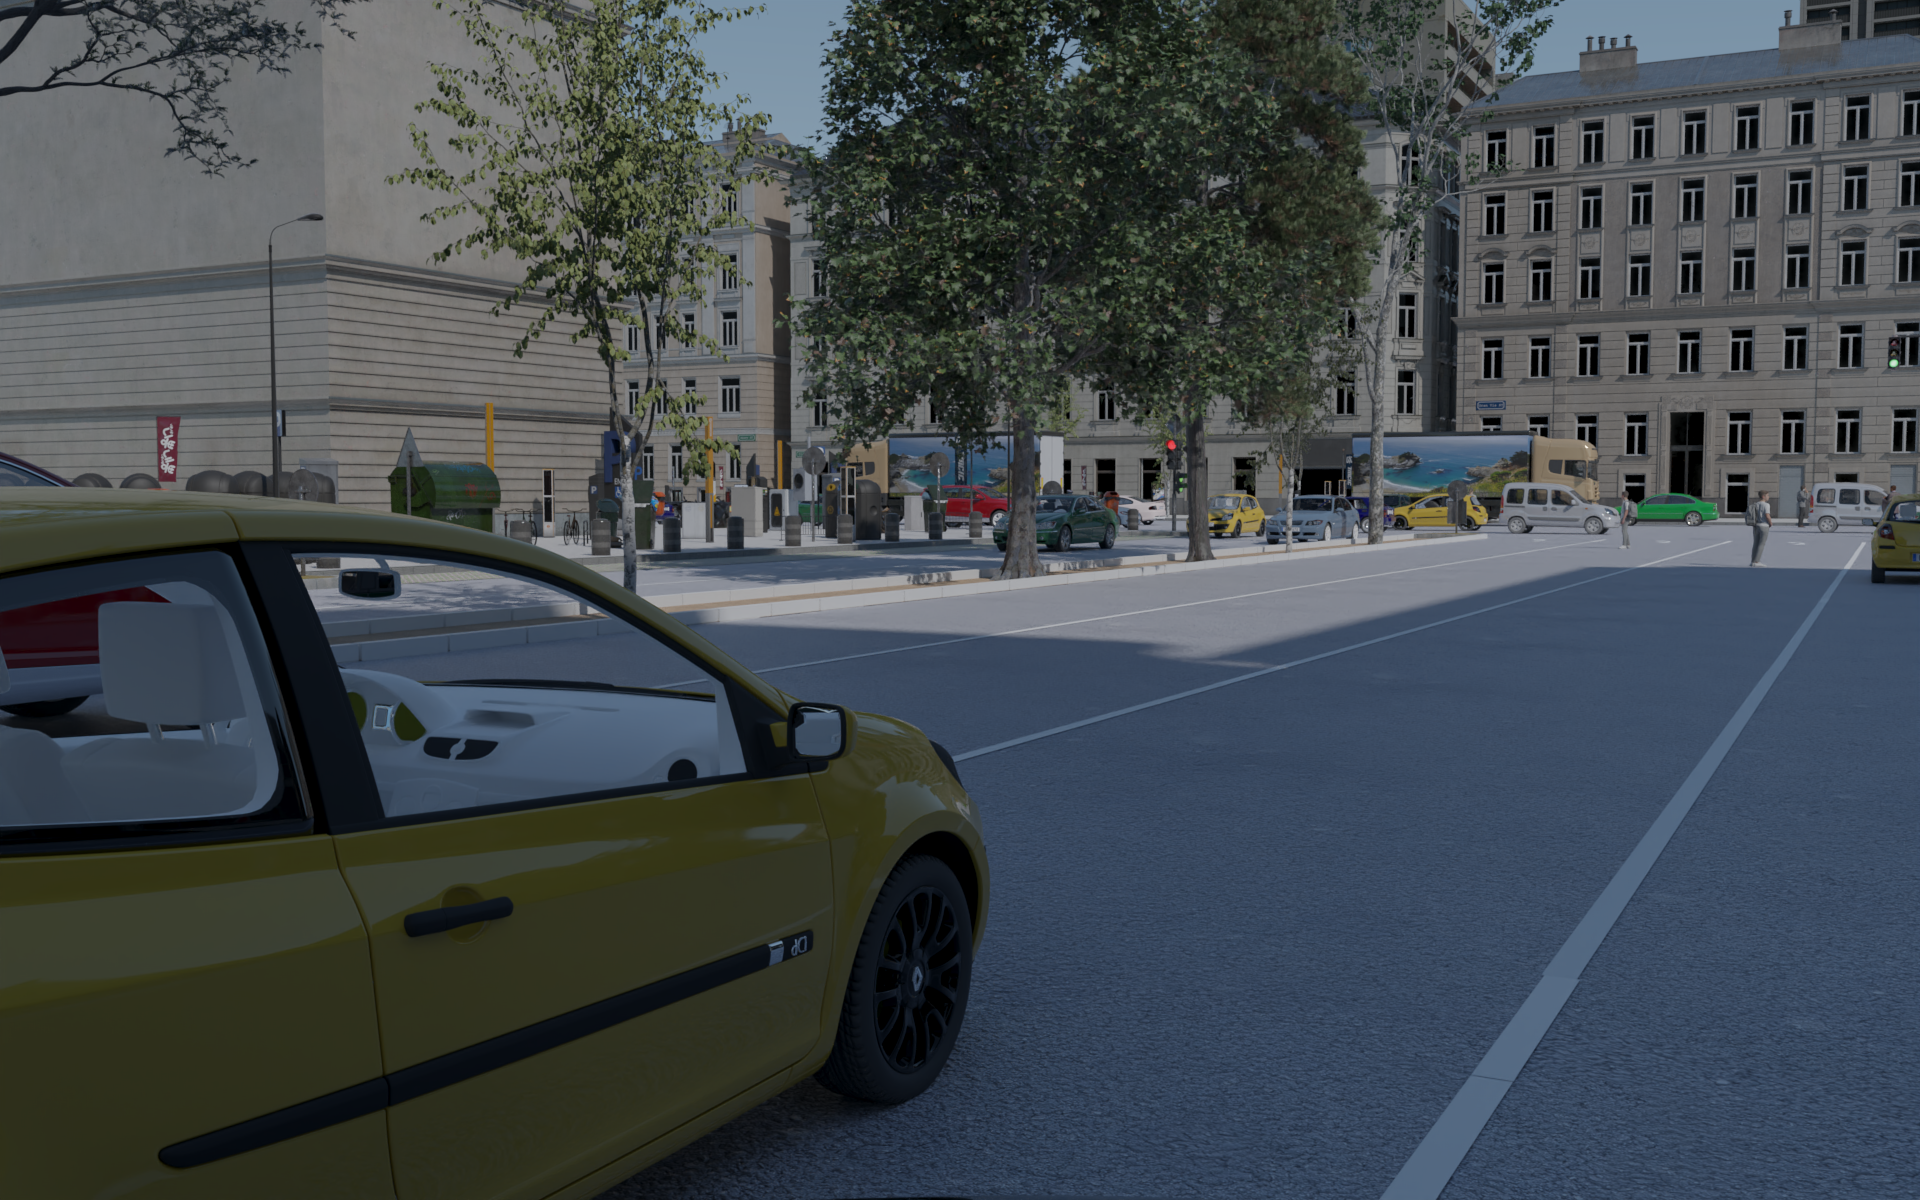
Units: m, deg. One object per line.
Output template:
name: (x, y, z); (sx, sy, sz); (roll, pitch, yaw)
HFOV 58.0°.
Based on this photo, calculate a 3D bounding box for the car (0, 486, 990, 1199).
car: (-1.366, 0.417, 3.403); (2.015, 1.641, 3.980); (2, 4, 27)

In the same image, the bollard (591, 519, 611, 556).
bollard: (-7.501, -1.312, 36.172); (0.404, 0.777, 0.398); (0, 3, 0)

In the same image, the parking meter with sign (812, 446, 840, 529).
parking meter with sign: (-4.670, -4.072, 62.845); (0.543, 3.016, 1.738); (-3, 5, -39)

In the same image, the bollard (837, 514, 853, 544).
bollard: (-2.961, -1.824, 44.547); (0.404, 0.777, 0.398); (0, 3, 0)

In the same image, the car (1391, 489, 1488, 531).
car: (18.654, -3.540, 68.098); (3.980, 1.641, 2.015); (2, 4, 27)

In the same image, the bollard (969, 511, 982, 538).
bollard: (0.456, -2.210, 50.856); (0.404, 0.777, 0.398); (0, 3, 0)

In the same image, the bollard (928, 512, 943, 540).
bollard: (-0.690, -2.081, 48.743); (0.404, 0.777, 0.398); (0, 3, 0)

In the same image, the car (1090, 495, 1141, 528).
car: (5.464, -3.755, 73.390); (4.499, 1.417, 2.014); (2, 4, 29)

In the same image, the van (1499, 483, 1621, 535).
van: (21.602, -3.385, 62.359); (4.112, 2.044, 2.013); (2, 4, 29)

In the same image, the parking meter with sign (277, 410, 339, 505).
parking meter with sign: (-13.487, -2.462, 36.520); (1.738, 3.016, 0.543); (-3, 5, -40)

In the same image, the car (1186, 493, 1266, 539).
car: (8.794, -2.877, 57.260); (2.015, 1.641, 3.980); (2, 4, 27)

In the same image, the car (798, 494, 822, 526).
car: (-5.669, -3.961, 76.559); (4.920, 1.459, 2.131); (2, 4, 29)

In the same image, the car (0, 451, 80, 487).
car: (-5.939, -0.041, 9.343); (2.281, 1.827, 5.304); (2, 4, 27)

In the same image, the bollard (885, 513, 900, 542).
bollard: (-1.827, -1.953, 46.640); (0.404, 0.777, 0.398); (0, 3, 0)

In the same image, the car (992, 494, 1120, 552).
car: (2.510, -2.002, 44.529); (2.131, 1.459, 4.920); (2, 4, 28)

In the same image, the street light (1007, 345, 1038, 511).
street light: (1.982, -4.940, 53.302); (1.470, 5.913, 1.316); (2, 4, 28)

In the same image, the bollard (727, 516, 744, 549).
bollard: (-5.231, -1.568, 40.355); (0.404, 0.777, 0.398); (0, 3, 0)

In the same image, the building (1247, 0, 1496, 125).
building: (37.149, -33.018, 163.544); (21.300, 48.544, 21.600); (2, 4, 28)

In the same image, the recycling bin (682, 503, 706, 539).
recycling bin: (-7.580, -2.271, 49.682); (0.722, 1.027, 0.722); (0, 4, -4)

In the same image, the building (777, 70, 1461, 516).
building: (11.045, -20.691, 114.706); (44.131, 29.872, 17.030); (2, 4, 28)

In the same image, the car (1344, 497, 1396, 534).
car: (14.071, -3.156, 64.180); (3.894, 1.354, 1.945); (2, 4, 28)

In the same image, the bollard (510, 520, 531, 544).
bollard: (-8.641, -1.184, 34.072); (0.404, 0.777, 0.398); (0, 3, 0)

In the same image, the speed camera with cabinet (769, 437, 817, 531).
speed camera with cabinet: (-5.805, -4.024, 60.134); (0.660, 3.252, 2.038); (-3, 5, -43)

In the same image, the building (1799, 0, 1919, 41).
building: (124.986, -48.742, 235.179); (20.611, 71.187, 20.563); (2, 4, 28)

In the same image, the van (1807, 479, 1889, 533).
van: (33.416, -3.461, 63.599); (4.112, 2.044, 2.013); (2, 4, 30)

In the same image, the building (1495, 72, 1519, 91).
building: (47.126, -35.114, 193.719); (30.456, 49.044, 23.786); (2, 4, 28)

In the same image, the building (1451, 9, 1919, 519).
building: (41.232, -18.289, 96.283); (25.104, 27.353, 12.463); (2, 4, 28)

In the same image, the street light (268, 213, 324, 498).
street light: (-11.127, -3.454, 29.016); (1.470, 5.913, 1.316); (2, 4, 28)

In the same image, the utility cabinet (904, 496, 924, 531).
utility cabinet: (-1.578, -3.065, 61.281); (0.306, 1.237, 1.020); (2, 4, 30)

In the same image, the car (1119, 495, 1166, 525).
car: (7.192, -4.172, 80.582); (4.827, 1.381, 2.083); (2, 4, 27)

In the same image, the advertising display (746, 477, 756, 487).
advertising display: (-7.696, -3.606, 64.173); (0.123, 1.923, 0.974); (0, 4, 4)

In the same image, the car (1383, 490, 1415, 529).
car: (17.951, -3.858, 72.865); (2.009, 1.686, 4.222); (2, 4, 29)

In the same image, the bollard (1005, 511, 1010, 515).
bollard: (1.590, -2.338, 52.948); (0.404, 0.777, 0.398); (0, 3, 0)

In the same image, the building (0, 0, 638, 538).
building: (-27.977, -14.631, 58.301); (34.723, 24.649, 14.460); (2, 4, 28)

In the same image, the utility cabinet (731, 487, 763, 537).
utility cabinet: (-6.374, -2.643, 51.899); (0.318, 1.500, 1.173); (-3, 5, -44)

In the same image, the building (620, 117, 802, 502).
building: (-19.527, -20.974, 128.836); (20.117, 28.700, 13.634); (2, 4, 28)

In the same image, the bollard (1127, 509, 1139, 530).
bollard: (6.126, -2.850, 61.320); (0.404, 0.777, 0.398); (0, 3, 0)

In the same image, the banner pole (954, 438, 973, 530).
banner pole: (0.193, -4.439, 62.589); (0.863, 3.779, 0.401); (1, 4, 16)

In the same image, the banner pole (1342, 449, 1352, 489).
banner pole: (21.398, -6.471, 95.812); (0.863, 3.779, 0.401); (2, 4, 33)

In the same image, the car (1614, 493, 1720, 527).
car: (31.459, -4.207, 77.582); (4.718, 1.807, 1.959); (2, 4, 27)

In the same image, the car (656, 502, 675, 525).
car: (-14.811, -3.990, 77.817); (3.894, 1.354, 1.945); (2, 4, 27)

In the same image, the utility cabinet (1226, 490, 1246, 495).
utility cabinet: (16.204, -5.683, 101.593); (1.173, 1.500, 0.318); (3, 5, 39)

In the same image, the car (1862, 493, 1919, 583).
car: (16.098, -1.133, 28.756); (2.015, 1.641, 3.980); (2, 4, 28)

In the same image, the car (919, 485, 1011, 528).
car: (0.624, -3.761, 70.159); (5.304, 1.827, 2.281); (2, 4, 30)

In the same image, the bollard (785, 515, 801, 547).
bollard: (-4.095, -1.697, 42.456); (0.404, 0.777, 0.398); (0, 3, 0)

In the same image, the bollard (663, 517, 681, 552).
bollard: (-6.364, -1.440, 38.262); (0.404, 0.777, 0.398); (0, 3, 0)

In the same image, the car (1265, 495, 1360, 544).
car: (10.284, -2.338, 50.223); (2.014, 1.417, 4.499); (2, 4, 29)
